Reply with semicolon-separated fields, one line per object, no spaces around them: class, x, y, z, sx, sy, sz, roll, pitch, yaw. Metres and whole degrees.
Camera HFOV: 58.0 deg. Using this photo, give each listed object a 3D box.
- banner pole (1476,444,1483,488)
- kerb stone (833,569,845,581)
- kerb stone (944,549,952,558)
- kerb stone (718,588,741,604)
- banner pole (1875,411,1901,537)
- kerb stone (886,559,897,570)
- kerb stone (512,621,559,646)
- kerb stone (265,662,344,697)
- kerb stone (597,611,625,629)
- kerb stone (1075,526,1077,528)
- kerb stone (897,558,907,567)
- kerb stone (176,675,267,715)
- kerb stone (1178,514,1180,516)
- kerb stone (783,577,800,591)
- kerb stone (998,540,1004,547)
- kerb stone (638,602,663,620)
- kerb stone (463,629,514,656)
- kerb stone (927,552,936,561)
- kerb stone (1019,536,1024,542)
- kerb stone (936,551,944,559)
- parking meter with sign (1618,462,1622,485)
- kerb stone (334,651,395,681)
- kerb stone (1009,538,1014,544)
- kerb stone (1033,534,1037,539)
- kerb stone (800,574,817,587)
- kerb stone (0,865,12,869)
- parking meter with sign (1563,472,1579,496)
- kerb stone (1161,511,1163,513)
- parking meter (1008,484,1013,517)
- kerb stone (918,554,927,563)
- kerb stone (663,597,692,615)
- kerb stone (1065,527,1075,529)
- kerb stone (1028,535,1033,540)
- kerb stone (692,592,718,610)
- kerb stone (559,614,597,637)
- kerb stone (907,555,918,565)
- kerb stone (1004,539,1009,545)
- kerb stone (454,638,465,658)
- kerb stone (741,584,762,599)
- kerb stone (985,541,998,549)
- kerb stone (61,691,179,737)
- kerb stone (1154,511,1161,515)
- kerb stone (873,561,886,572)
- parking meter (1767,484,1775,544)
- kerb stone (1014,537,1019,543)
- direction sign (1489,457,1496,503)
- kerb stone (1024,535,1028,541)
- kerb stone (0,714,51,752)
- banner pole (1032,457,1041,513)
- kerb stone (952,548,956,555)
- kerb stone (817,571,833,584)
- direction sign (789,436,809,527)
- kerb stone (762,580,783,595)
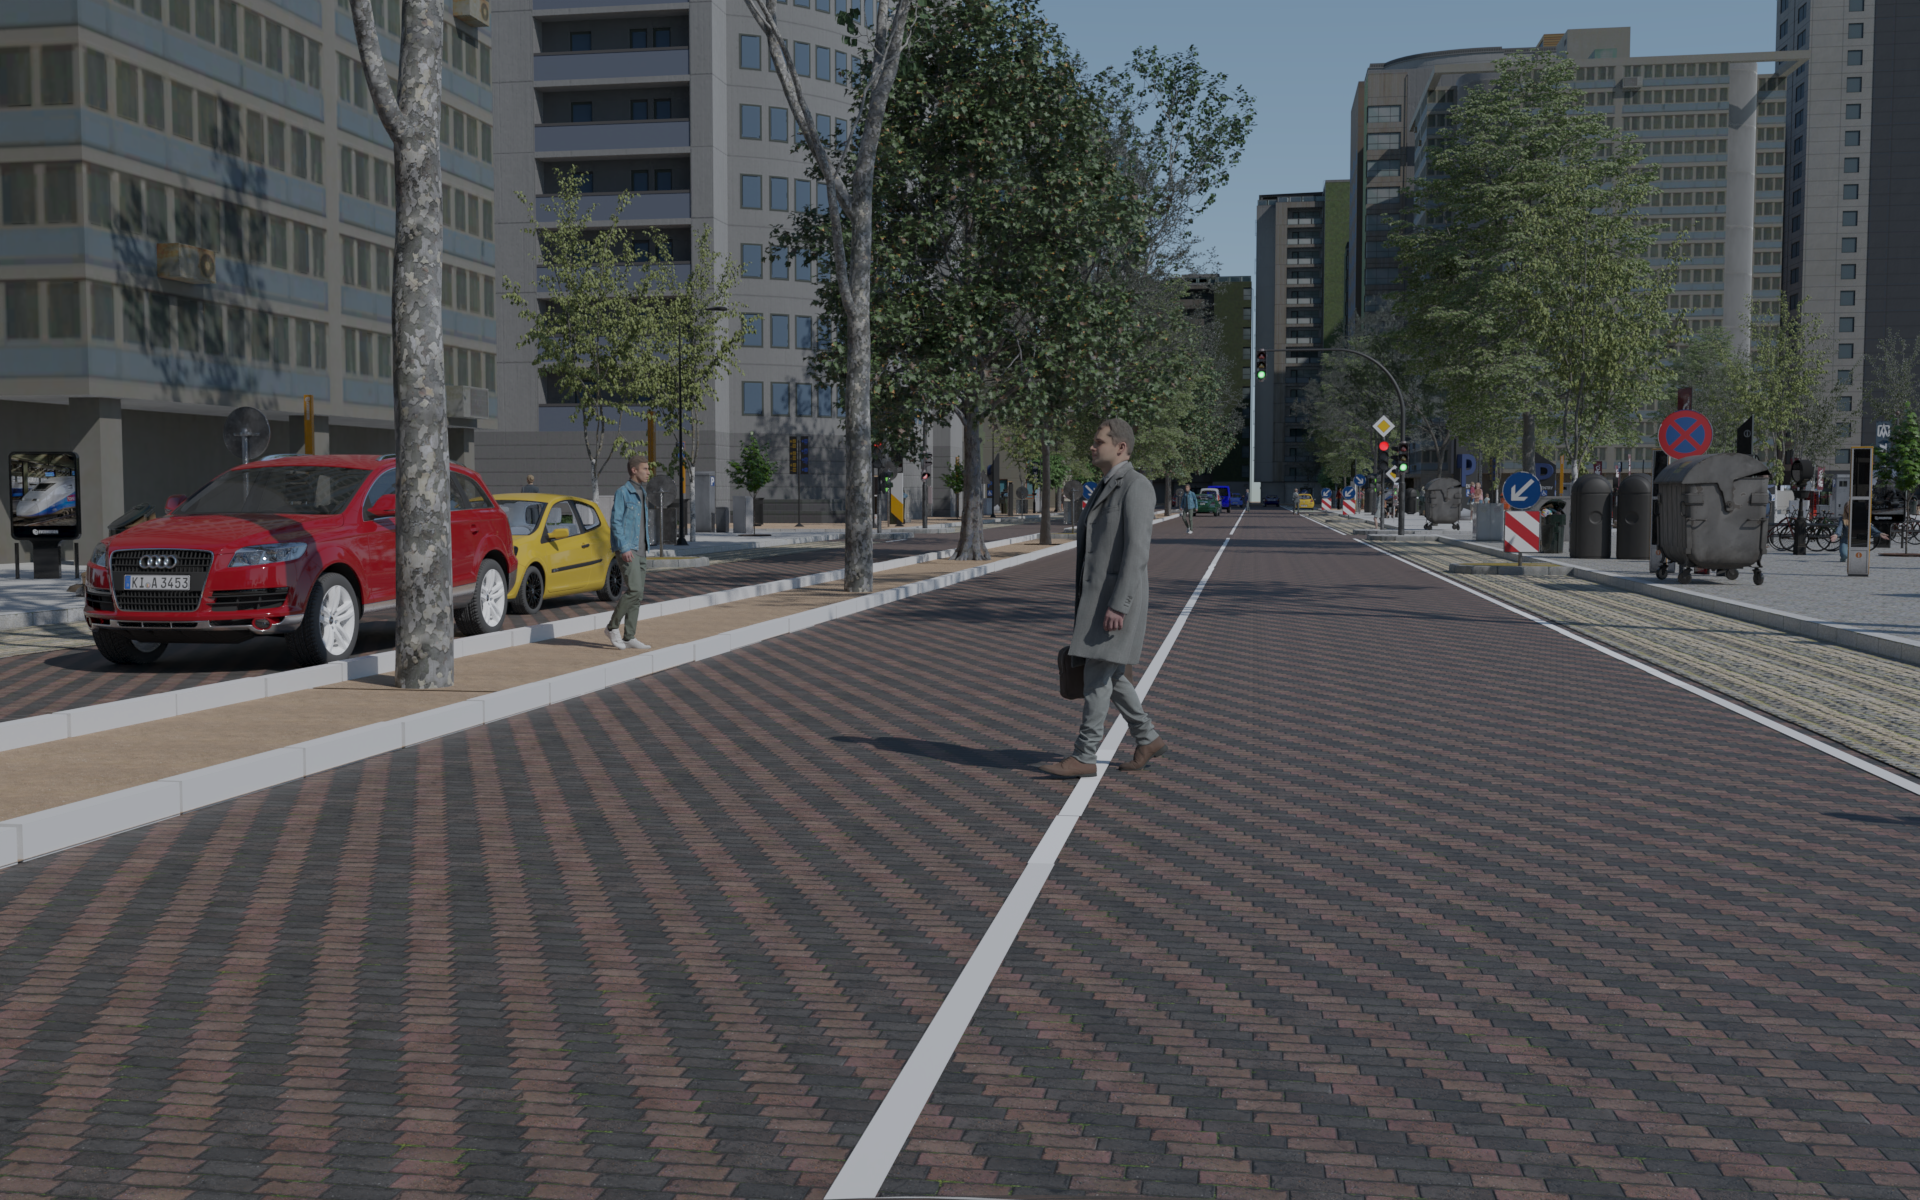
banner pole;26.191;-5.943;87.177;0.401;3.779;0.863;0;4;4
kerb stone;-2.083;-0.405;28.812;0.120;0.150;1.000;1;4;10
kerb stone;-0.373;-1.021;38.919;0.120;0.150;1.000;1;4;10
kerb stone;-3.116;-0.034;22.761;0.120;0.150;1.000;1;4;10
banner pole;27.965;-3.804;52.206;0.863;3.779;0.401;0;4;1
kerb stone;-1.404;-0.648;32.855;0.120;0.150;1.000;1;4;10
kerb stone;-4.147;0.337;16.687;0.120;0.150;1.000;1;4;10
kerb stone;-4.834;0.592;12.653;0.120;0.150;1.000;1;4;10
kerb stone;-3.806;0.213;18.717;0.120;0.150;1.000;1;4;10
kerb stone;4.346;-2.725;66.755;0.120;0.150;1.000;1;4;10
kerb stone;-1.235;-0.714;33.863;0.120;0.150;1.000;1;4;10
kerb stone;-5.009;0.648;11.639;0.120;0.150;1.000;1;4;10
kerb stone;13.455;-5.240;107.874;0.120;0.150;1.000;1;4;10
kerb stone;-2.604;-0.218;25.788;0.120;0.150;1.000;1;4;10
kerb stone;0.996;-1.515;47.011;0.120;0.150;1.000;1;4;10
kerb stone;-3.638;0.151;19.730;0.120;0.150;1.000;1;4;10
kerb stone;-4.331;0.399;15.677;0.120;0.150;1.000;1;4;10
kerb stone;-0.725;-0.897;36.903;0.120;0.150;1.000;1;4;10
kerb stone;1.689;-1.765;51.052;0.120;0.150;1.000;1;4;10
kerb stone;-0.556;-0.961;37.911;0.120;0.150;1.000;1;4;10
parking meter with sign;36.397;-5.937;93.335;1.738;3.016;0.543;0;4;5
kerb stone;-4.665;0.522;13.660;0.120;0.150;1.000;1;4;10
kerb stone;1.343;-1.641;49.033;0.120;0.150;1.000;1;4;10
kerb stone;2.201;-1.951;54.087;0.120;0.150;1.000;1;4;10
kerb stone;-2.428;-0.279;26.798;0.120;0.150;1.000;1;4;10
kerb stone;-3.794;0.985;6.224;0.120;0.150;1.000;1;4;10
parking meter with sign;40.807;-7.357;116.544;1.738;3.016;0.543;2;4;32
kerb stone;14.643;-6.436;127.416;0.120;0.150;1.000;1;4;10
parking meter;2.908;-5.714;99.142;0.255;1.863;0.399;0;4;-3
kerb stone;-0.891;-0.836;35.891;0.120;0.150;1.000;1;4;10
kerb stone;-3.457;0.089;20.745;0.120;0.150;1.000;1;4;10
kerb stone;4.176;-2.663;65.738;0.120;0.150;1.000;1;4;10
kerb stone;2.026;-1.888;53.071;0.120;0.150;1.000;1;4;10
kerb stone;-3.286;0.031;21.752;0.120;0.150;1.000;1;4;10
kerb stone;-3.985;0.275;17.698;0.120;0.150;1.000;1;4;10
kerb stone;-1.058;-0.771;34.871;0.120;0.150;1.000;1;4;10
kerb stone;1.172;-1.577;48.018;0.120;0.150;1.000;1;4;10
kerb stone;-4.495;0.460;14.668;0.120;0.150;1.000;1;4;10
kerb stone;-2.953;-0.096;23.771;0.120;0.150;1.000;1;4;10
kerb stone;0.823;-1.456;45.998;0.120;0.150;1.000;1;4;10
kerb stone;-5.174;0.707;10.630;0.120;0.150;1.000;1;4;10
kerb stone;14.296;-6.310;125.391;0.120;0.150;1.000;1;4;10
kerb stone;-1.578;-0.590;31.846;0.120;0.150;1.000;1;4;10
parking meter;20.952;-2.237;44.984;0.372;1.533;0.369;0;3;0
kerb stone;1.502;-1.703;50.043;0.120;0.150;1.000;1;4;10
direction sign;32.762;-7.010;106.611;0.379;3.537;0.876;0;4;-6
kerb stone;1.853;-1.825;52.061;0.120;0.150;1.000;1;4;10
kerb stone;-5.353;0.772;9.624;0.120;0.150;1.000;1;4;10
banner pole;5.277;-7.834;118.099;0.863;3.779;0.401;2;4;33
kerb stone;-0.210;-1.084;39.928;0.120;0.150;1.000;1;4;10
kerb stone;-2.264;-0.342;27.807;0.120;0.150;1.000;1;4;10
direction sign;-6.309;-4.642;67.887;0.876;3.537;0.379;2;4;28
kerb stone;-2.767;-0.158;24.779;0.120;0.150;1.000;1;4;10
